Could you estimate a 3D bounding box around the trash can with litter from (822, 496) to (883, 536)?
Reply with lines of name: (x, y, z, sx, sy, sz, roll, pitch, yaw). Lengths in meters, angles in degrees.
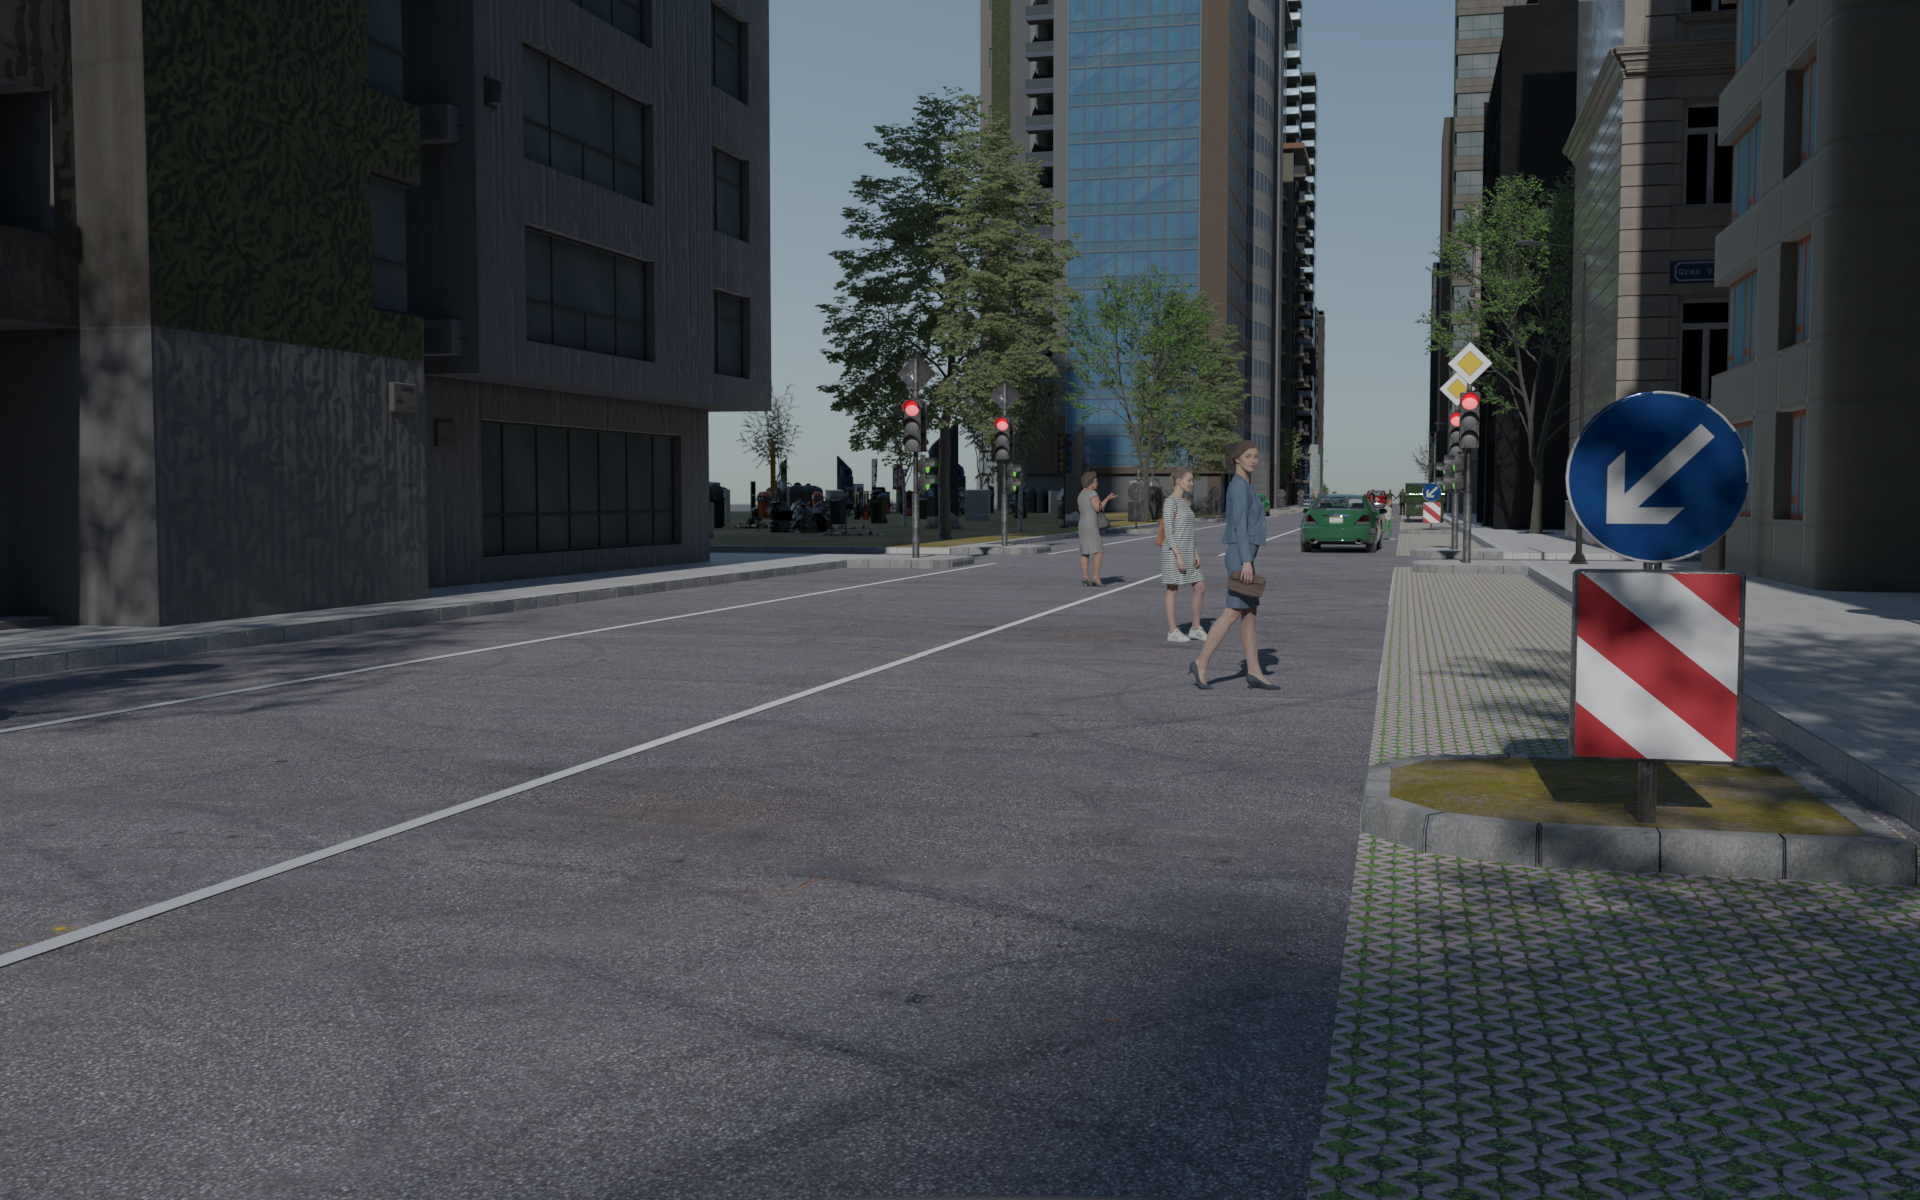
trash can with litter: (-3.374, -2.606, 53.667, 2.233, 1.210, 1.678, -1, 4, -22)

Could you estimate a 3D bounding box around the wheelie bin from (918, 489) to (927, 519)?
wheelie bin: (-1.937, -4.988, 89.458, 0.980, 1.594, 0.693, 0, 4, 1)

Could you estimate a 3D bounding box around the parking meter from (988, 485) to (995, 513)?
parking meter: (2.080, -6.724, 115.653, 0.399, 1.863, 0.255, -2, 4, -24)

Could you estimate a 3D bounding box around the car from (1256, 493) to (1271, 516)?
car: (18.607, -6.169, 109.653, 1.959, 1.807, 4.718, 1, 4, 16)

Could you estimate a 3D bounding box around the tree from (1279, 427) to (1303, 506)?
tree: (35.660, -14.638, 189.688, 4.737, 8.622, 4.395, 0, 3, 0)

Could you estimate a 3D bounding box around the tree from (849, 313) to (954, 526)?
tree: (-2.335, -7.284, 69.459, 4.360, 8.622, 3.978, 0, 3, 0)

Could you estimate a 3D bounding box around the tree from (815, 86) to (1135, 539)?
tree: (-0.028, -7.991, 48.781, 7.486, 12.596, 7.792, 0, 3, 0)

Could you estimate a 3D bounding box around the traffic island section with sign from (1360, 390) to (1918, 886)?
traffic island section with sign: (2.763, 0.072, 7.445, 1.989, 1.847, 2.006, 1, 4, 14)

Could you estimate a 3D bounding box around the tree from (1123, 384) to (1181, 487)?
tree: (12.113, -9.714, 109.185, 4.360, 8.622, 3.978, 0, 3, 0)

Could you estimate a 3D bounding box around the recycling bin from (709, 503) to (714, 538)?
recycling bin: (-7.690, -2.366, 51.237, 0.722, 1.027, 0.722, -1, 4, -17)

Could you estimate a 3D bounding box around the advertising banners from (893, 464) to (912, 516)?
advertising banners: (-2.994, -6.440, 101.489, 0.090, 3.025, 2.074, 3, 5, 43)

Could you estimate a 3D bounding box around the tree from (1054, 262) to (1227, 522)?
tree: (8.403, -9.388, 79.251, 9.928, 11.665, 9.643, 0, 3, 0)

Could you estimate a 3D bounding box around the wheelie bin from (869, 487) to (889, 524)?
wheelie bin: (-3.539, -4.134, 75.492, 0.980, 1.594, 0.693, 1, 4, 22)

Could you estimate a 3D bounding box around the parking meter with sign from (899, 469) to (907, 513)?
parking meter with sign: (-4.088, -7.553, 119.747, 0.543, 3.016, 1.738, -1, 4, -12)

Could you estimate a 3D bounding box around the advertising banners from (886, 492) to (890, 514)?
advertising banners: (-4.680, -7.001, 110.655, 2.074, 3.025, 0.090, -3, 5, -43)

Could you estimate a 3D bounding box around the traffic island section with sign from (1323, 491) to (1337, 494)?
traffic island section with sign: (46.269, -12.846, 218.660, 1.989, 1.847, 2.006, 1, 4, 14)

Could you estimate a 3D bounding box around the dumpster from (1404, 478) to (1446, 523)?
dumpster: (23.062, -4.951, 85.894, 1.985, 2.255, 1.502, 1, 4, 15)

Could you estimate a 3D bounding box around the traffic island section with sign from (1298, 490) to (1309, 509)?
traffic island section with sign: (32.666, -9.605, 165.662, 1.989, 1.847, 2.006, 1, 4, 14)

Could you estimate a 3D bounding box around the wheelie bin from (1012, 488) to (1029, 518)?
wheelie bin: (3.251, -5.150, 92.107, 0.693, 1.594, 0.980, 3, 5, 39)

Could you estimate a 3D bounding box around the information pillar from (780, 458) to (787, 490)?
information pillar: (-11.402, -7.392, 112.217, 0.504, 3.616, 0.183, -3, 4, -38)

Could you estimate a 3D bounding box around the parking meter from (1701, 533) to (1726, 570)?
parking meter: (11.841, -1.313, 27.180, 0.255, 1.863, 0.399, 3, 5, 42)

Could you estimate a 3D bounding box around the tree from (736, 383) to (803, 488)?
tree: (-11.767, -9.707, 109.074, 4.360, 8.622, 3.978, 0, 3, 0)

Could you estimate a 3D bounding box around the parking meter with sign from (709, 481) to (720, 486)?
parking meter with sign: (-14.890, -6.660, 105.151, 0.543, 3.016, 1.738, 2, 4, 35)

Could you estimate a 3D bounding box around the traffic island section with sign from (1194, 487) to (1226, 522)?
traffic island section with sign: (13.259, -4.979, 90.040, 1.989, 1.847, 2.006, 1, 4, 14)

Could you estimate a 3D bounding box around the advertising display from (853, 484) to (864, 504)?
advertising display: (-6.302, -6.245, 107.312, 0.123, 1.923, 0.974, 2, 4, 35)

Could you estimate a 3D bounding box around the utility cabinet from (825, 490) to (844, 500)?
utility cabinet: (-6.469, -4.949, 89.597, 0.318, 1.500, 1.173, 2, 4, 34)

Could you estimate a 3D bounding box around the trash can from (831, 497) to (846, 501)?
trash can: (-5.947, -4.469, 84.714, 0.748, 1.137, 0.748, 0, 3, 0)

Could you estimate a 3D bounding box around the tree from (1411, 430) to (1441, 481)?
tree: (52.701, -14.857, 193.268, 4.360, 8.622, 3.978, 0, 3, 0)

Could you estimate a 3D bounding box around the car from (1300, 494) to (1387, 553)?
car: (9.673, -1.955, 43.769, 2.131, 1.459, 4.920, 1, 4, 16)

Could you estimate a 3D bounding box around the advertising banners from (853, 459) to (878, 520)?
advertising banners: (-4.693, -5.502, 86.144, 0.090, 3.025, 2.074, -3, 4, -38)

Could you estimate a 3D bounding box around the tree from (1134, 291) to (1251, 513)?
tree: (12.768, -10.959, 97.310, 7.486, 12.596, 7.792, 0, 3, 0)

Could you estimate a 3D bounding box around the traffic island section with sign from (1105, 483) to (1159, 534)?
traffic island section with sign: (6.468, -3.361, 63.587, 1.989, 1.847, 2.006, 1, 4, 14)

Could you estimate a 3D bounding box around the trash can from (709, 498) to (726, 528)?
trash can: (-9.149, -3.268, 65.078, 0.748, 1.137, 0.748, 0, 3, 0)

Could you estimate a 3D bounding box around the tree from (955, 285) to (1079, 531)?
tree: (2.076, -6.670, 59.424, 4.360, 8.622, 3.978, 0, 3, 0)

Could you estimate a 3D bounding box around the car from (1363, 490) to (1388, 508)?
car: (36.235, -8.687, 150.701, 2.281, 1.827, 5.304, 1, 4, 15)

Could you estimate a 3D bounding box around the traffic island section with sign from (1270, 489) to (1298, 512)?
traffic island section with sign: (25.877, -7.988, 139.229, 1.989, 1.847, 2.006, 1, 4, 14)

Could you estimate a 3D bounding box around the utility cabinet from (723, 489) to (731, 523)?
utility cabinet: (-10.705, -4.149, 76.515, 1.173, 1.500, 0.318, 2, 4, 28)

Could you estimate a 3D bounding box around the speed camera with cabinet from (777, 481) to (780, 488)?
speed camera with cabinet: (-11.751, -7.618, 118.891, 2.038, 3.252, 0.660, -3, 5, -39)

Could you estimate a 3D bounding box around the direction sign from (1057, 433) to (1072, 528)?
direction sign: (3.921, -4.467, 65.035, 0.379, 3.537, 0.876, 3, 4, 38)

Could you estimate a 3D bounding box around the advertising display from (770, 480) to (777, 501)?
advertising display: (-8.663, -4.612, 80.612, 0.123, 1.923, 0.974, 0, 4, 5)

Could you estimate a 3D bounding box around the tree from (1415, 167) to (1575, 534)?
tree: (18.567, -7.938, 55.537, 9.928, 11.665, 9.643, 0, 3, 0)

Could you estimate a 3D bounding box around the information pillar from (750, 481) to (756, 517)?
information pillar: (-11.832, -5.783, 99.047, 0.304, 2.012, 0.304, -1, 4, -11)

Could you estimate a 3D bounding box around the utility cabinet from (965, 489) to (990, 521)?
utility cabinet: (0.824, -4.470, 81.769, 1.173, 1.500, 0.318, 0, 4, 7)

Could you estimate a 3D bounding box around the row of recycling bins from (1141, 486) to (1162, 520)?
row of recycling bins: (9.731, -4.967, 88.320, 1.069, 1.692, 3.534, 0, 4, 4)

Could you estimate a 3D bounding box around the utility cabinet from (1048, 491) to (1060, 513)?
utility cabinet: (6.376, -6.422, 113.679, 1.173, 1.500, 0.318, -2, 4, -29)

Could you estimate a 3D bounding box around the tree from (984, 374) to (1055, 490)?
tree: (3.564, -9.234, 101.331, 4.737, 8.622, 4.395, 0, 3, 0)

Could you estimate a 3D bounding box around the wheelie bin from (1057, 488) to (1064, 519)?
wheelie bin: (5.394, -4.971, 89.179, 0.693, 1.594, 0.980, -1, 4, -22)

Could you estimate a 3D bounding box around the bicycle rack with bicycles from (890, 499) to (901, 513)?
bicycle rack with bicycles: (-4.141, -6.280, 116.065, 2.925, 0.926, 2.852, -1, 4, -17)

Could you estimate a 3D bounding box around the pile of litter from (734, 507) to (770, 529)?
pile of litter: (-7.688, -3.098, 64.617, 1.176, 0.858, 1.719, -3, 5, -42)

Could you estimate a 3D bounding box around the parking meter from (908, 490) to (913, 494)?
parking meter: (-2.933, -5.794, 103.149, 0.372, 1.533, 0.369, 0, 3, 0)

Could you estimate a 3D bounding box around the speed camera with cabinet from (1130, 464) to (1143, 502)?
speed camera with cabinet: (12.072, -7.317, 113.969, 2.038, 3.252, 0.660, -3, 5, -42)

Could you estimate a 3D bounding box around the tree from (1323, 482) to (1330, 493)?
tree: (56.948, -16.877, 270.547, 1.663, 3.219, 1.824, 0, 3, 0)

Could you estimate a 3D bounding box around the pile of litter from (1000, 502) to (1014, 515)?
pile of litter: (3.126, -5.787, 108.588, 1.176, 0.858, 1.719, -1, 4, -11)

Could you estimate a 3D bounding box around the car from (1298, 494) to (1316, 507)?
car: (34.658, -9.822, 172.589, 2.014, 1.417, 4.499, 1, 4, 14)

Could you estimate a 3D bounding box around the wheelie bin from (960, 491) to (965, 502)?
wheelie bin: (0.377, -6.371, 112.072, 0.693, 1.594, 0.980, 0, 4, 2)
